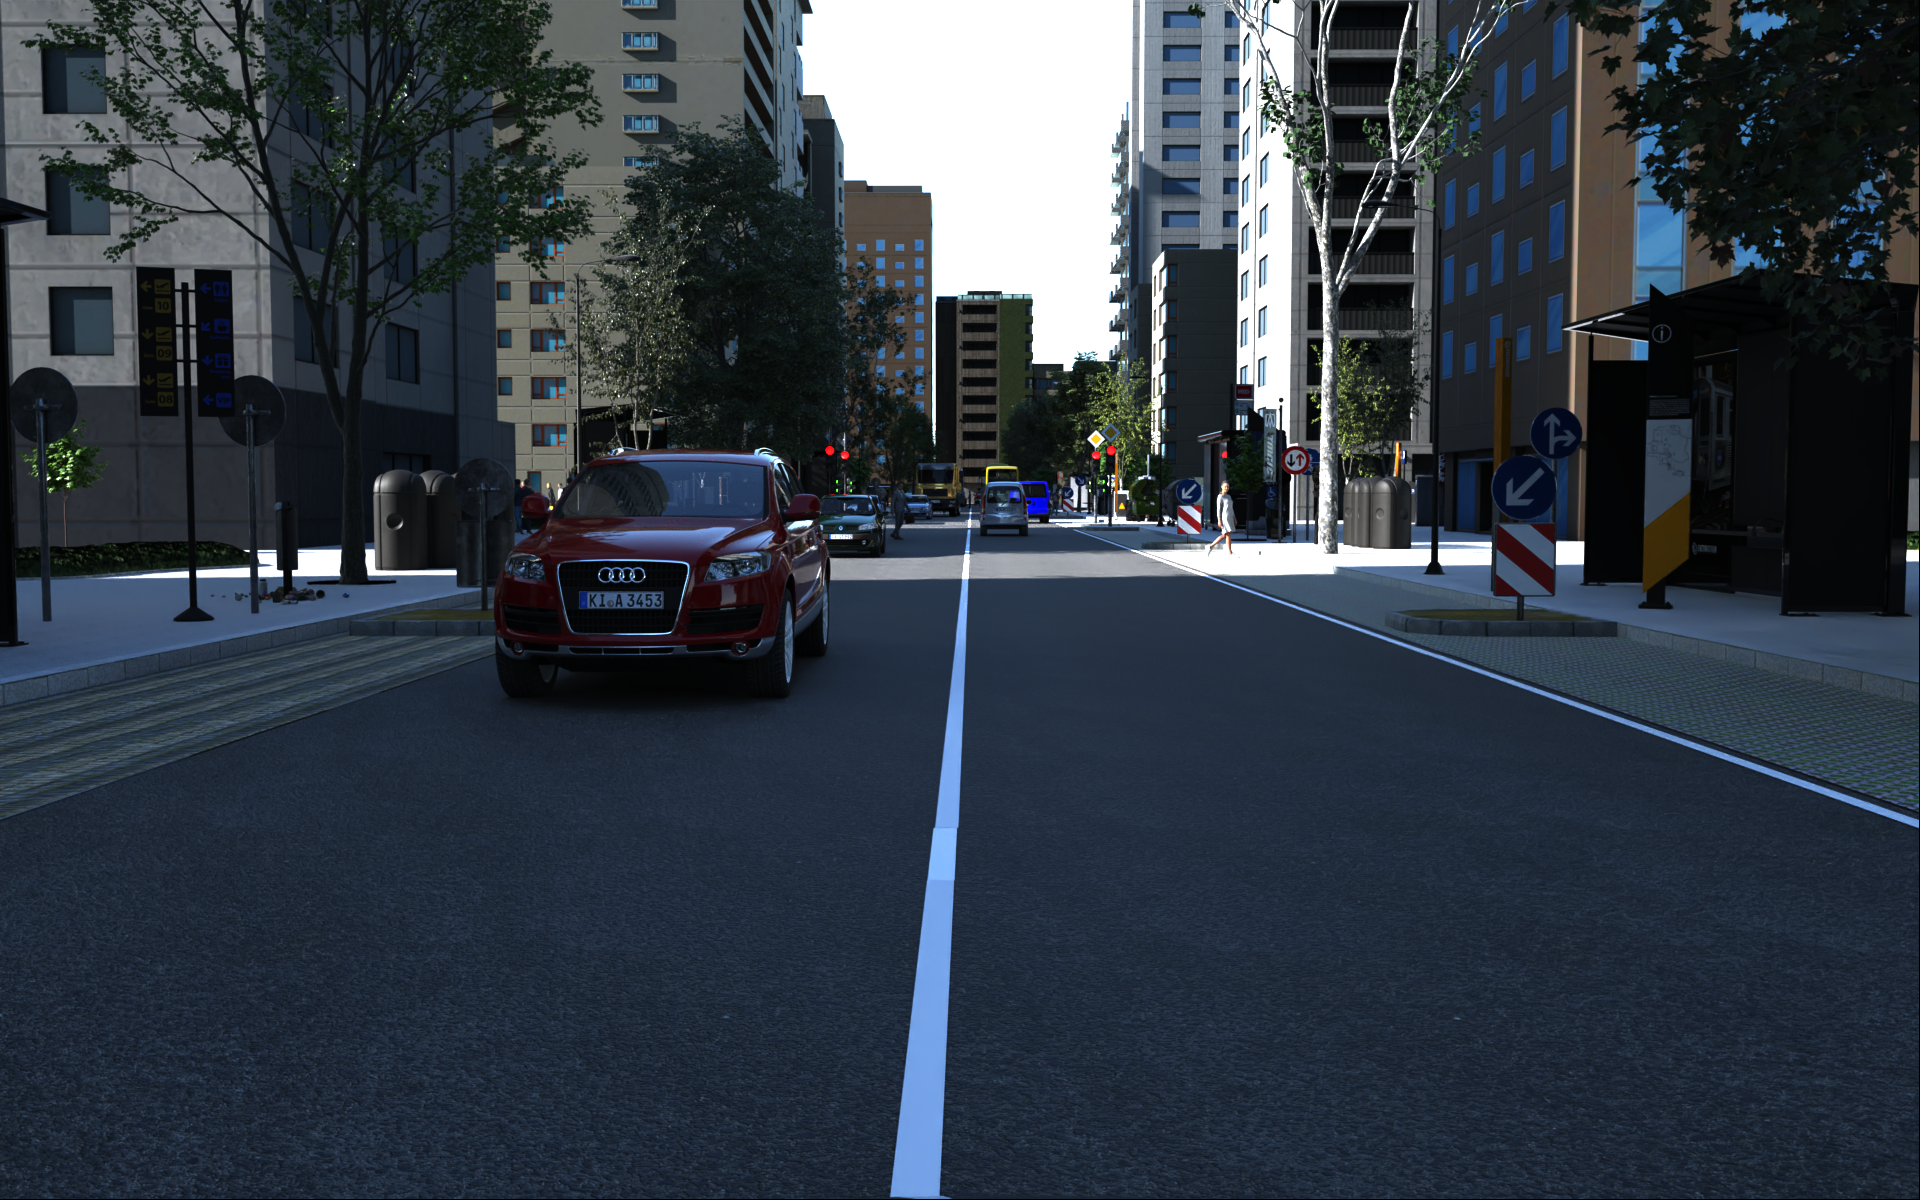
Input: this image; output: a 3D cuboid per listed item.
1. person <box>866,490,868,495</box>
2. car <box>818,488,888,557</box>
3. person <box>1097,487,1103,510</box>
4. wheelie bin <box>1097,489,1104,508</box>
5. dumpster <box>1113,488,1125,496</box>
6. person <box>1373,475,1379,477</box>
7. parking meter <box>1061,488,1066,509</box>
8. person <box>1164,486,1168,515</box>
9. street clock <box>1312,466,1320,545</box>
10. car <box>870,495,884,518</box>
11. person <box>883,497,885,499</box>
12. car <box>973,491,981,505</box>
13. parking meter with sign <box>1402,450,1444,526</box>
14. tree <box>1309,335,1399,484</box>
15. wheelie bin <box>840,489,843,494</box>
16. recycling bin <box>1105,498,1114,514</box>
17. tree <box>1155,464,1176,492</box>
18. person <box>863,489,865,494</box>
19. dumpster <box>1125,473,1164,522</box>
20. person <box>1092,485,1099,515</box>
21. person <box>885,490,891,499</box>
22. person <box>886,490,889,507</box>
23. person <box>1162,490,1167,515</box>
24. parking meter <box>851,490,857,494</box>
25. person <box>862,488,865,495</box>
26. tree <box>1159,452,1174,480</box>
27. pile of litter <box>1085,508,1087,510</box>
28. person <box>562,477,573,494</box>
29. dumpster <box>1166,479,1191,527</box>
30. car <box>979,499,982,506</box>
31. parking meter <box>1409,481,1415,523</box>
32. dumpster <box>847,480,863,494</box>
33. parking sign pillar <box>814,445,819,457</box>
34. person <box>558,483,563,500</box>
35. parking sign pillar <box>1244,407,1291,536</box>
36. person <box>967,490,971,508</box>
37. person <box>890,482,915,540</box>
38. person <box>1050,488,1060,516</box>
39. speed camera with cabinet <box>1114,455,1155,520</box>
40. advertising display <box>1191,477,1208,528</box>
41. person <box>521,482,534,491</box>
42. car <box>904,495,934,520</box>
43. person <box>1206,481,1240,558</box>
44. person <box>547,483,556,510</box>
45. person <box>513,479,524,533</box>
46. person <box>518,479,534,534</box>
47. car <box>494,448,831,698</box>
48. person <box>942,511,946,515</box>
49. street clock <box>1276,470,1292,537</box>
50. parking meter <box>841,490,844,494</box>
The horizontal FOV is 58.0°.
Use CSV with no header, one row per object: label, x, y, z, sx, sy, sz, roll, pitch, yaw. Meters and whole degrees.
person,-8.648,-9.361,159.193,0.705,1.812,1.348,-1,4,-10
car,-2.659,-1.885,40.608,2.009,1.686,4.222,0,3,0
person,9.234,-6.617,114.412,0.473,1.802,0.592,0,4,3
wheelie bin,9.612,-6.817,119.372,0.980,1.594,0.693,2,4,28
dumpster,9.909,-6.115,102.479,1.502,2.255,1.985,0,4,0
person,11.075,-2.433,46.178,0.694,1.780,0.624,-2,4,-32
parking meter,8.971,-8.809,149.736,0.255,1.863,0.399,3,5,44
person,12.626,-6.131,106.640,0.532,1.782,0.716,0,4,-1
street clock,9.117,-2.410,43.967,0.358,2.002,0.471,-1,4,-9
car,-4.876,-4.741,89.524,2.014,1.417,4.499,0,4,1
person,-9.226,-12.351,207.989,1.348,1.824,0.705,-1,4,-15
car,2.815,-12.910,219.754,2.281,1.827,5.304,0,4,0
parking meter with sign,18.444,-4.429,68.674,1.738,3.016,0.543,0,4,4
tree,17.722,-7.845,78.626,4.737,8.622,4.395,0,3,0
wheelie bin,-7.718,-6.334,111.466,0.980,1.594,0.693,1,4,18
recycling bin,9.671,-6.149,113.093,0.722,1.027,0.722,-2,4,-30
tree,13.204,-7.188,112.126,1.663,3.219,1.824,0,3,0
person,-7.495,-7.864,134.723,0.391,1.810,0.635,-2,4,-29
dumpster,8.578,-4.727,79.780,1.502,2.255,1.985,0,4,0
person,8.418,-6.187,107.073,0.514,1.842,0.818,2,4,34
person,-8.055,-11.213,190.054,1.217,1.739,0.721,1,4,9
person,-7.547,-10.503,178.484,0.721,1.735,1.217,1,4,20
person,12.127,-6.018,104.534,0.694,1.812,0.767,-2,4,-25
parking meter,-6.598,-6.089,107.968,0.372,1.533,0.369,0,3,0
person,-7.288,-7.521,129.193,0.466,1.800,0.511,-1,4,-9
tree,12.605,-8.074,115.718,4.285,4.588,4.351,0,3,0
pile of litter,9.800,-7.835,142.061,1.176,0.858,1.719,-2,4,-34
person,-12.899,-3.142,57.384,0.622,1.834,0.822,0,4,4
dumpster,8.832,-3.824,68.275,1.264,1.857,1.865,0,4,0
car,2.213,-6.409,113.588,1.959,1.807,4.718,0,4,-1
parking meter,20.205,-4.371,77.169,0.399,1.863,0.255,2,4,35
dumpster,-7.602,-7.304,121.917,1.502,2.255,1.985,0,4,0
parking sign pillar,-8.111,-6.545,95.486,1.447,3.967,1.447,-3,5,-40
person,-19.389,-4.776,84.249,0.709,1.813,0.853,3,5,43
parking sign pillar,9.599,-4.000,53.868,1.447,3.967,1.447,-1,4,-17
person,0.952,-10.049,172.892,0.705,1.814,1.350,-1,4,-10
person,-1.898,-2.815,54.648,0.853,1.813,0.709,2,4,28
person,5.904,-5.987,106.737,0.623,1.781,0.721,2,4,34
speed camera with cabinet,8.773,-5.674,87.107,2.038,3.252,0.660,2,4,32
advertising display,9.119,-3.700,65.708,0.974,1.923,0.123,-3,5,-44
person,-19.000,-4.275,75.921,0.580,1.828,0.573,-2,4,-26
car,-2.486,-5.282,98.362,2.014,1.417,4.499,0,4,1
person,5.851,-1.790,38.519,0.760,1.731,0.466,1,4,8
person,-18.480,-4.462,79.220,0.699,1.804,1.509,2,4,28
person,-14.657,-3.124,57.466,0.721,1.781,0.623,1,4,16
person,-13.799,-2.975,55.111,0.534,1.772,0.576,-1,4,-18
car,-2.197,-0.319,13.885,2.281,1.827,5.304,0,4,0
person,-1.123,-6.869,120.831,0.660,1.820,0.620,-2,4,-35
street clock,9.562,-2.858,51.301,0.471,2.002,0.358,1,4,17
parking meter,-6.523,-5.451,97.542,0.372,1.533,0.369,0,3,0
